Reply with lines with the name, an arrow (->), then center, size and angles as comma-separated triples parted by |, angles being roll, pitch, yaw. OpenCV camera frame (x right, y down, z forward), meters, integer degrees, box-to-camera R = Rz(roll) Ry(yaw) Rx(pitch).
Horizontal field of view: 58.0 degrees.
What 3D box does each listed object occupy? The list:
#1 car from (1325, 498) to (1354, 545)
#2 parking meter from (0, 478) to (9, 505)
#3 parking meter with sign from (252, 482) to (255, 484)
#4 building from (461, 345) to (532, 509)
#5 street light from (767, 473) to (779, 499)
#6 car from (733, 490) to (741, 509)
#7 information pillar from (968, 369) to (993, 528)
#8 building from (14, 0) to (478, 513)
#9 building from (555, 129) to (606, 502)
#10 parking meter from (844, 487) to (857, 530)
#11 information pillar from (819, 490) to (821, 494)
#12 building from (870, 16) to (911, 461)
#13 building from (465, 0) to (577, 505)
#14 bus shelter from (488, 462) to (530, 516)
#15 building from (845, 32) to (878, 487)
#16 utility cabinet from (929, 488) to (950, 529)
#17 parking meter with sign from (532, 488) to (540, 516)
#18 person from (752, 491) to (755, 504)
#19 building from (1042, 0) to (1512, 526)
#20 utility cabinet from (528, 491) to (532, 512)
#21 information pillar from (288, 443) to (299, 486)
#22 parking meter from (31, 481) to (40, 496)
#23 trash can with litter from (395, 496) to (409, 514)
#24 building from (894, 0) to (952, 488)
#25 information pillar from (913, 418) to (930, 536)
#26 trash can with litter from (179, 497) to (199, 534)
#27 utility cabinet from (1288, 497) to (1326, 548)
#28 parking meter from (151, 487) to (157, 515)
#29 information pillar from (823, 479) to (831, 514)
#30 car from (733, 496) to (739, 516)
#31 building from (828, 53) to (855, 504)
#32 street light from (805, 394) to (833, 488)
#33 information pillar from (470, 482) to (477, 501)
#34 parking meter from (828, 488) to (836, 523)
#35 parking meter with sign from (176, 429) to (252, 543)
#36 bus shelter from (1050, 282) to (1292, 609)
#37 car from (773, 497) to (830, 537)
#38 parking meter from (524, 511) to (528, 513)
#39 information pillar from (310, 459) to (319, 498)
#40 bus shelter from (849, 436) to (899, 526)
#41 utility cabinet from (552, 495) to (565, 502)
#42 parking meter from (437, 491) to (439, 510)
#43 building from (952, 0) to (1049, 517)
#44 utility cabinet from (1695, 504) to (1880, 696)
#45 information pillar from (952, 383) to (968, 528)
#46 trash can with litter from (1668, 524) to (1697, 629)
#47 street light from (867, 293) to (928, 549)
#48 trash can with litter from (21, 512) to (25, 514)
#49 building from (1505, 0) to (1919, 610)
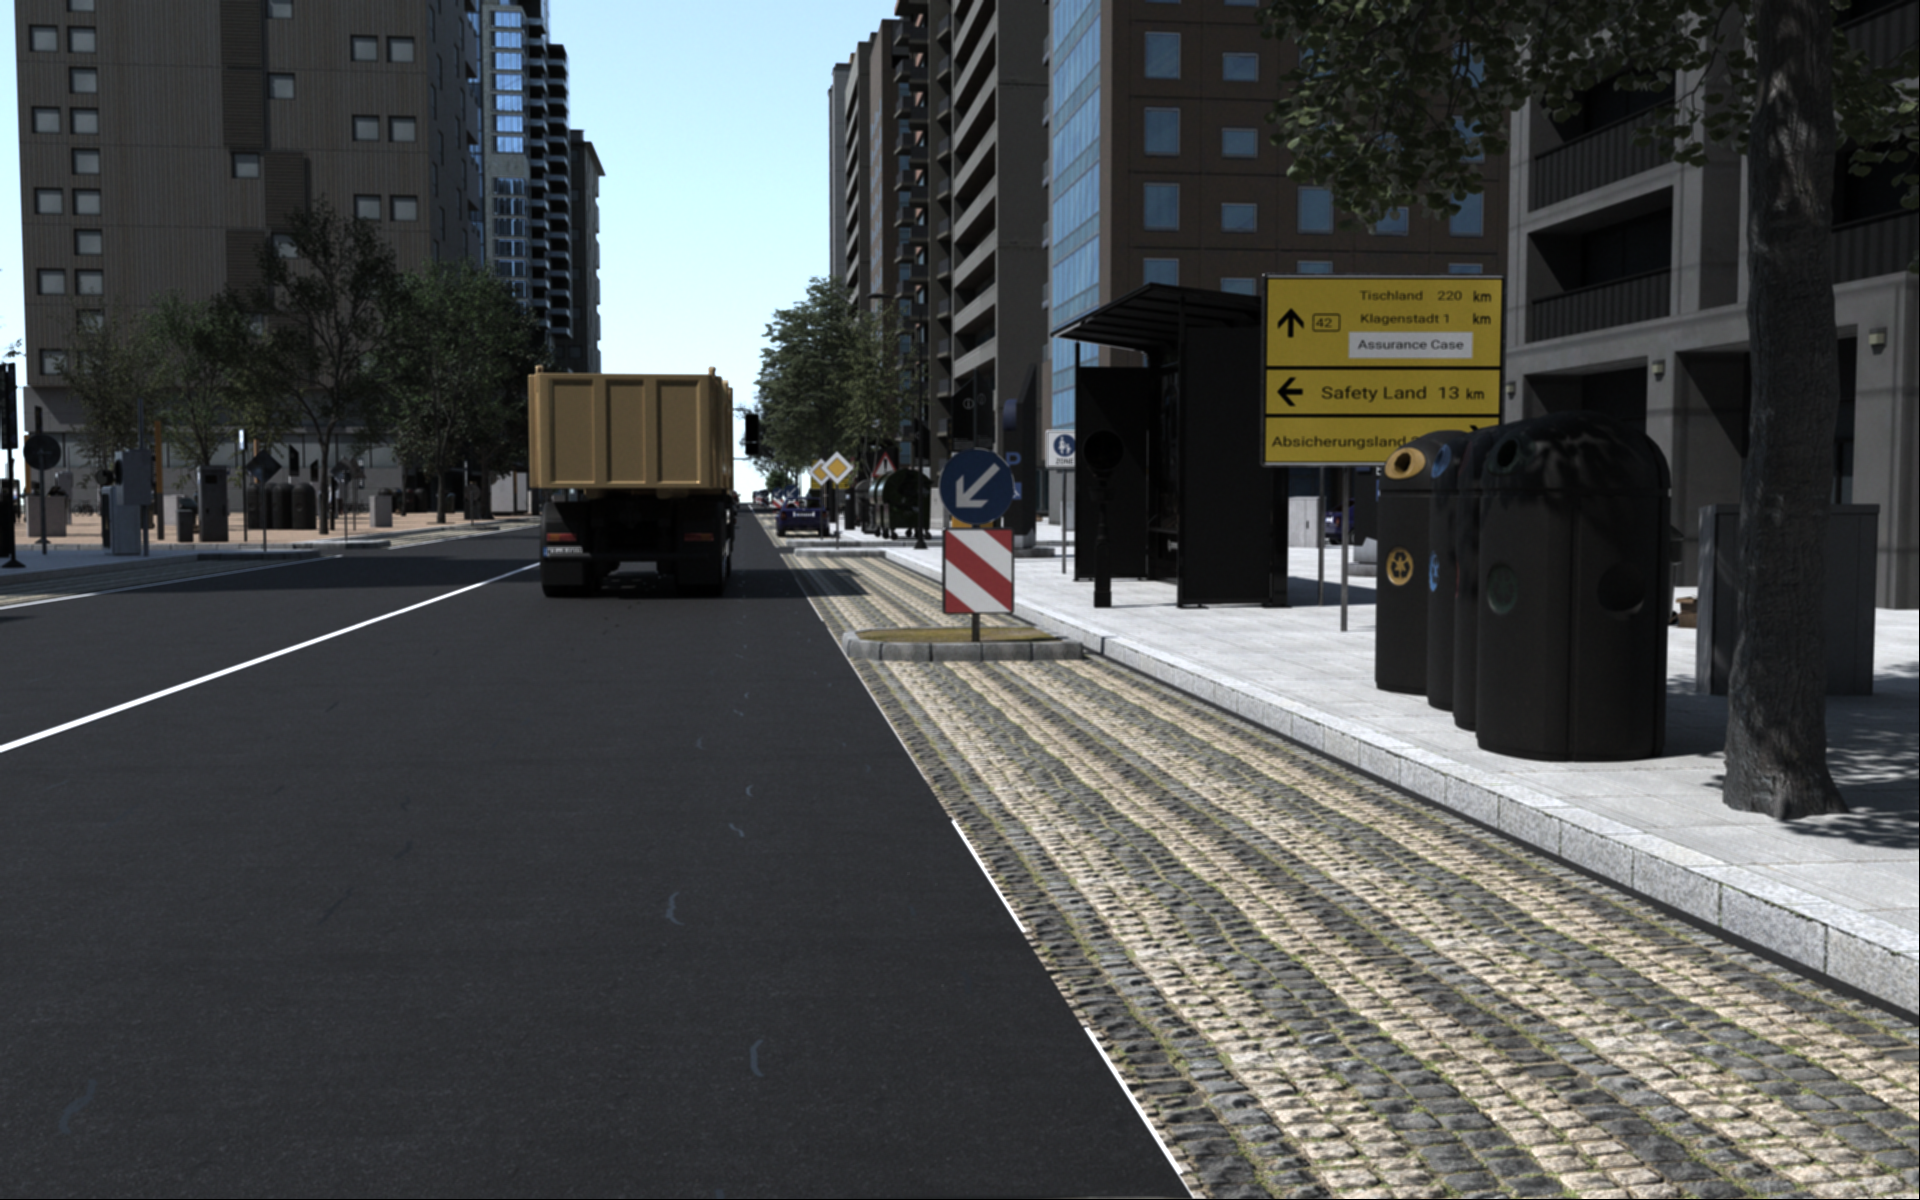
car -> 11.411, -1.985, 45.034 | 3.894, 1.354, 1.945 | 0, 4, -5
parking meter -> -35.398, -3.579, 64.232 | 0.255, 1.863, 0.399 | -2, 4, -35
parking meter with sign -> -45.809, -7.085, 112.098 | 0.543, 3.016, 1.738 | -2, 4, -23
building -> -55.299, -19.252, 159.817 | 27.650, 21.520, 28.899 | 0, 4, -7
street light -> -21.397, -13.833, 198.707 | 1.470, 5.913, 1.316 | 0, 4, -7
car -> -22.938, -9.983, 171.888 | 2.281, 1.827, 5.304 | 0, 4, -6
information pillar -> 0.429, -2.522, 32.587 | 0.183, 3.616, 0.504 | 3, 5, 42
building -> -51.697, -33.132, 130.950 | 28.713, 52.752, 27.495 | 0, 4, -7
building -> -66.819, -40.556, 252.323 | 28.713, 52.752, 27.495 | 0, 4, -7
parking meter -> -3.956, -3.287, 62.155 | 0.372, 1.533, 0.369 | 0, 3, 0
information pillar -> -9.814, -7.041, 119.617 | 0.304, 2.012, 0.304 | 3, 5, 40
building -> -0.973, -31.342, 162.557 | 14.600, 45.320, 14.200 | 0, 4, -7
building -> -60.629, -55.656, 222.647 | 22.319, 86.520, 31.000 | 0, 4, -7
bus shelter -> -26.697, -6.606, 101.926 | 2.014, 3.302, 5.546 | 0, 4, -7
building -> -0.600, -34.059, 180.561 | 21.300, 48.544, 21.600 | 0, 4, -7
utility cabinet -> -0.830, -3.305, 62.715 | 0.318, 1.500, 1.173 | -2, 4, -35
parking meter with sign -> -25.568, -6.607, 104.289 | 0.543, 3.016, 1.738 | -1, 4, -12
person -> -28.961, -14.352, 243.085 | 0.705, 1.831, 1.348 | 0, 4, 7
building -> 11.261, -25.389, 65.227 | 14.200, 45.320, 14.600 | 0, 4, -7
utility cabinet -> -29.791, -6.752, 119.067 | 1.173, 1.500, 0.318 | 2, 4, 30
information pillar -> -30.886, -5.441, 80.320 | 0.183, 3.616, 0.504 | 3, 4, 37
parking meter -> -40.846, -4.333, 76.548 | 0.399, 1.863, 0.255 | 2, 4, 28
trash can with litter -> -35.425, -6.021, 109.835 | 0.624, 1.170, 1.055 | 0, 4, 3
building -> 6.160, -29.797, 141.807 | 22.147, 44.769, 28.867 | 0, 4, -7
information pillar -> -1.156, -3.751, 52.687 | 0.504, 3.616, 0.183 | 0, 4, 7
trash can with litter -> -25.046, -2.760, 56.518 | 1.055, 1.170, 0.624 | 3, 5, 45
utility cabinet -> 8.272, -1.849, 41.392 | 0.306, 1.237, 1.020 | -2, 4, -32
parking meter -> -49.357, -6.141, 106.111 | 0.399, 1.863, 0.255 | 1, 4, 22
information pillar -> -6.433, -4.861, 83.974 | 0.304, 2.012, 0.304 | -1, 4, -22
car -> -15.684, -6.302, 115.039 | 2.014, 1.417, 4.499 | 0, 4, -7
building -> -7.544, -42.669, 239.630 | 21.231, 58.520, 28.212 | 0, 4, -7
street light -> -6.519, -6.609, 80.598 | 1.470, 5.913, 1.316 | 0, 4, -7
information pillar -> -29.692, -6.191, 105.711 | 0.304, 2.012, 0.304 | -3, 4, -37
parking meter -> -5.694, -4.213, 77.288 | 0.372, 1.533, 0.369 | 0, 3, 0
parking meter with sign -> -20.006, -3.061, 46.302 | 1.738, 3.016, 0.543 | -2, 4, -34
bus shelter -> 2.565, -1.906, 22.448 | 1.731, 3.624, 6.357 | 0, 4, -7
car -> -5.342, -2.813, 58.572 | 1.945, 1.354, 3.894 | 0, 4, -7
parking meter -> -28.875, -6.515, 114.925 | 0.372, 1.533, 0.369 | 0, 3, 0
information pillar -> -42.804, -7.557, 114.918 | 0.504, 3.616, 0.183 | -3, 5, -39
bus shelter -> -3.641, -5.030, 73.517 | 1.731, 3.624, 6.357 | 0, 4, -7
utility cabinet -> -27.978, -6.723, 121.087 | 1.020, 1.237, 0.306 | -2, 4, -30
parking meter -> -34.725, -6.555, 115.589 | 0.372, 1.533, 0.369 | 0, 3, 0
building -> 11.339, -29.563, 107.056 | 21.300, 48.544, 21.600 | 0, 4, -7
utility cabinet -> 5.307, 0.001, 11.143 | 1.020, 1.237, 0.306 | 0, 4, 2
information pillar -> 0.090, -2.629, 34.331 | 0.504, 3.616, 0.183 | -1, 4, -9
trash can with litter -> 6.965, -0.335, 16.868 | 0.624, 1.170, 1.055 | -3, 5, -41
street light -> -1.456, -4.141, 40.251 | 1.470, 5.913, 1.316 | 0, 4, -7
trash can with litter -> -61.439, -6.208, 112.554 | 1.678, 1.210, 2.233 | -3, 5, -41
building -> 19.910, -35.751, 22.775 | 20.563, 71.187, 20.611 | 0, 4, -7
